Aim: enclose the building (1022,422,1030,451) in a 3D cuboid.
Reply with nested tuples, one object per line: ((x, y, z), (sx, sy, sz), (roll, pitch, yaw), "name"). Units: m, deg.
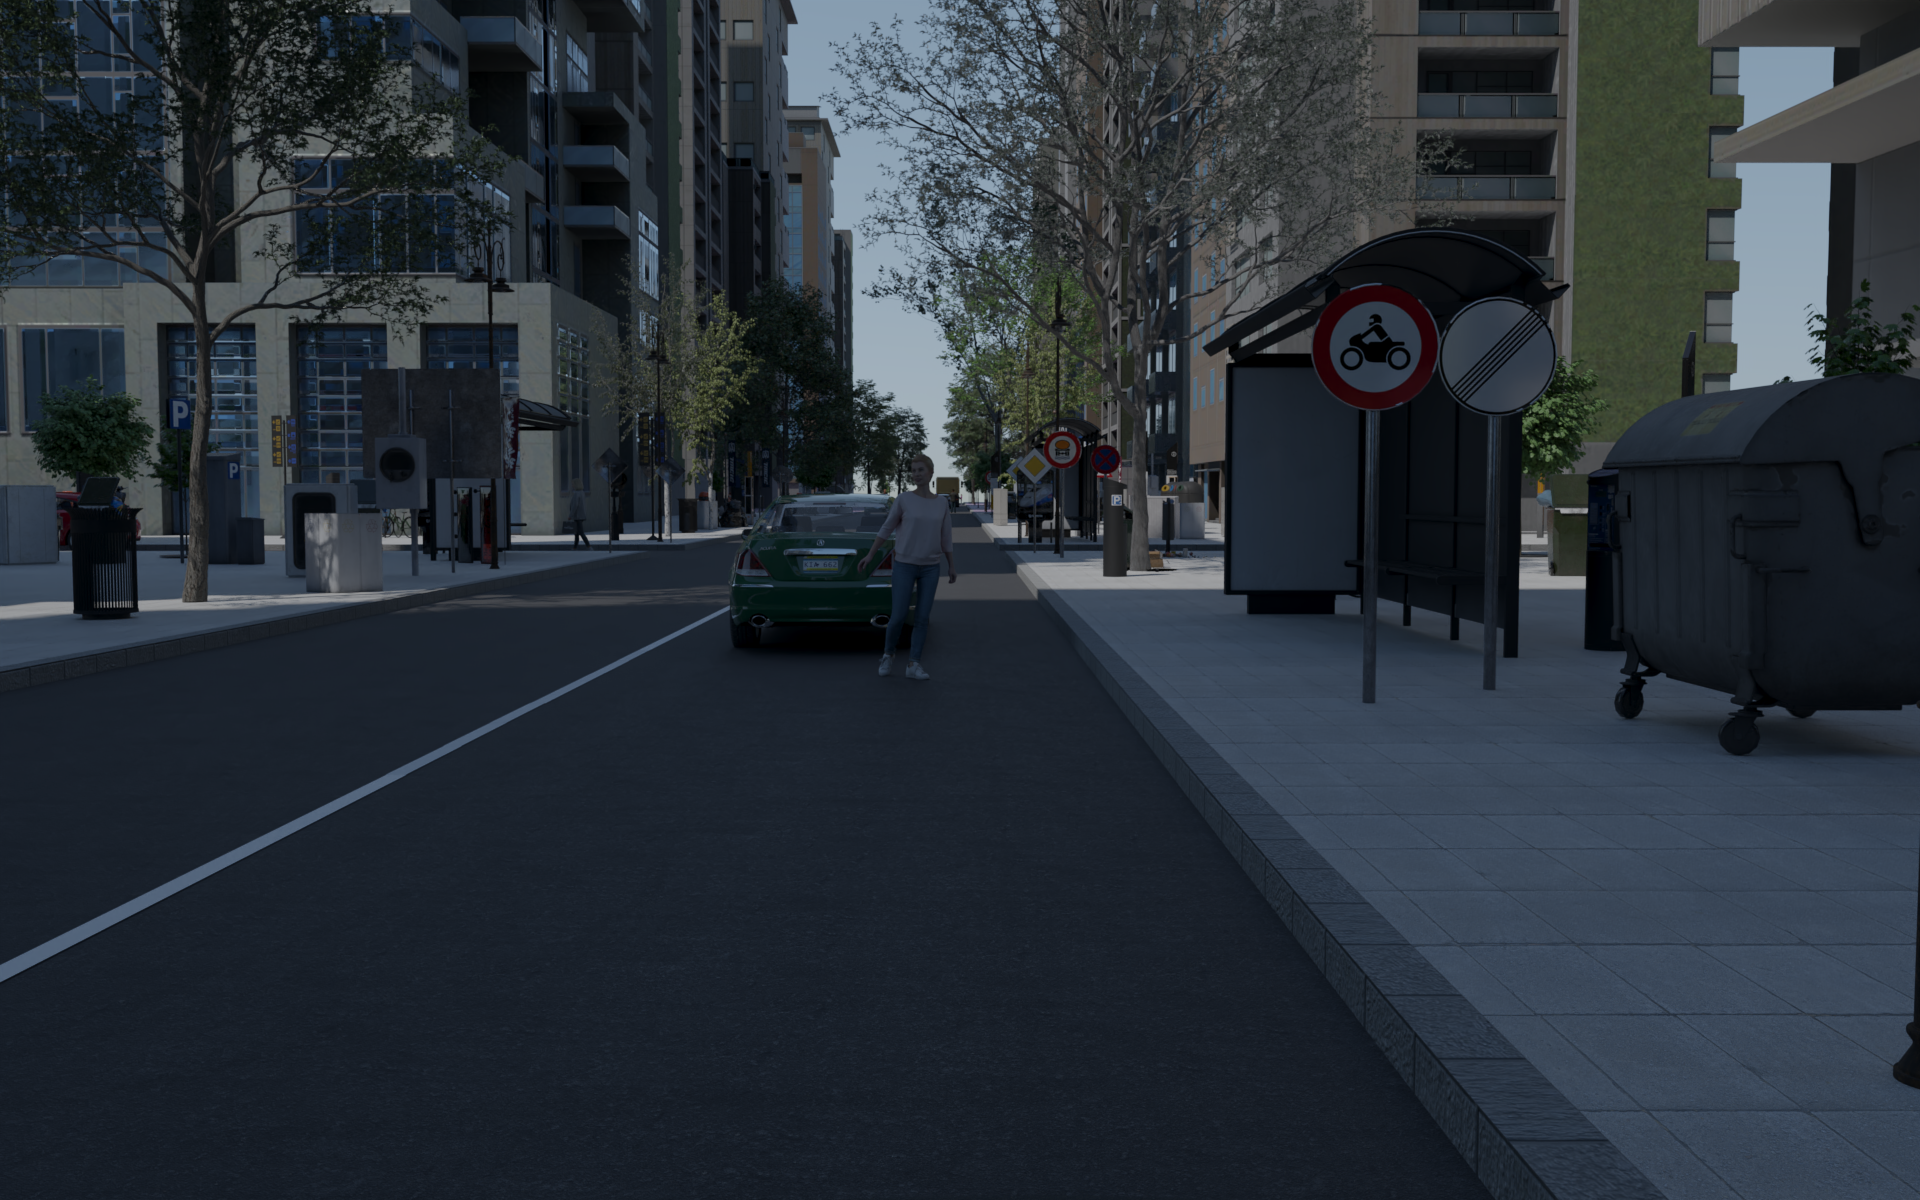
((23.658, -25.751, 266.075), (27.650, 21.520, 28.899), (0, 3, 0), "building")

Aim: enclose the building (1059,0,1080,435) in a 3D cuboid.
((20.391, -38.639, 173.752), (21.231, 58.520, 28.212), (0, 3, 0), "building")

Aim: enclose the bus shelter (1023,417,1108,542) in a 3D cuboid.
((2.876, -3.334, 48.427), (2.014, 3.302, 5.546), (0, 3, 0), "bus shelter")

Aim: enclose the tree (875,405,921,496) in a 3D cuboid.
((-8.548, -20.760, 246.084), (9.857, 13.997, 8.962), (0, 3, 0), "tree")

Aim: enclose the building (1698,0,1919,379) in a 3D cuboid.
((25.591, -26.016, 14.595), (28.713, 52.752, 27.495), (0, 3, 0), "building")

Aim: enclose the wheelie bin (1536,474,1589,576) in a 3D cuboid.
((9.551, -1.181, 27.218), (0.980, 1.594, 0.693), (1, 4, 8), "wheelie bin")

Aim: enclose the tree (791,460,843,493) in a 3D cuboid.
((-8.467, -7.237, 102.045), (4.285, 4.588, 4.351), (0, 3, 0), "tree")

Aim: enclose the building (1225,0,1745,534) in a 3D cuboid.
((17.213, -23.003, 59.699), (14.086, 41.232, 14.154), (0, 3, 0), "building")

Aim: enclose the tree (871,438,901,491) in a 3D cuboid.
((-9.152, -15.874, 209.895), (4.360, 8.622, 3.978), (0, 3, 0), "tree")

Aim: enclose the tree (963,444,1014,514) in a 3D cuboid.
((2.221, -7.856, 112.165), (4.285, 4.588, 4.351), (0, 3, 0), "tree")

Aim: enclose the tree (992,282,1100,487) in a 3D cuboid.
((2.878, -6.764, 60.960), (4.737, 8.622, 4.395), (0, 3, 0), "tree")

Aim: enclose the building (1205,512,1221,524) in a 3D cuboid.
((17.904, -25.962, 74.586), (14.600, 45.320, 14.200), (0, 3, 0), "building")

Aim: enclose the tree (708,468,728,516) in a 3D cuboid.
((-14.021, -6.414, 99.475), (1.663, 3.219, 1.824), (0, 3, 0), "tree")

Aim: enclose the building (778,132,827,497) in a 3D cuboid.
((-24.223, -34.769, 218.587), (14.600, 45.320, 14.200), (0, 3, 0), "building")

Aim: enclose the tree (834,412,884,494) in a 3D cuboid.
((-9.341, -11.812, 143.485), (4.737, 8.622, 4.395), (0, 3, 0), "tree")

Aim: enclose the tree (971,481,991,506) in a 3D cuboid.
((2.668, -12.138, 193.054), (1.663, 3.219, 1.824), (0, 3, 0), "tree")

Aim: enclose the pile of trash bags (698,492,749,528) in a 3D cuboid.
((-9.313, -3.454, 66.233), (1.912, 1.369, 3.447), (0, 4, 8), "pile of trash bags")

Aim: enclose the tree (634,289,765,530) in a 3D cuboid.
((-9.134, -6.803, 61.587), (4.737, 8.622, 4.395), (0, 3, 0), "tree")

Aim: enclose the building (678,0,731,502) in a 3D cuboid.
((-26.517, -42.280, 129.534), (20.563, 71.187, 20.611), (0, 3, 0), "building")

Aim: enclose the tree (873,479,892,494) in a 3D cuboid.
((-8.516, -11.677, 185.527), (1.663, 3.219, 1.824), (0, 3, 0), "tree")

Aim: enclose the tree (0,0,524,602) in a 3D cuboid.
((-8.773, -5.259, 20.396), (7.601, 10.594, 8.767), (-2, 4, -27), "tree")

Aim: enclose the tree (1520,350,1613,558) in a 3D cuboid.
((11.585, -3.168, 35.514), (4.285, 4.588, 4.351), (0, 3, 0), "tree")

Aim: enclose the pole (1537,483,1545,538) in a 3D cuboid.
((16.947, -3.464, 50.486), (0.158, 3.312, 0.155), (0, 3, 0), "pole")

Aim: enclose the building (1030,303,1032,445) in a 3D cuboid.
((16.740, -28.886, 243.991), (14.160, 30.474, 14.107), (0, 3, 0), "building")

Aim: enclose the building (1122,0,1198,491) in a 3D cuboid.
((22.091, -29.672, 104.752), (23.786, 49.044, 30.456), (0, 3, 0), "building")

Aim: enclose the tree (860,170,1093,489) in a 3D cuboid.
((0.958, -15.031, 101.650), (12.611, 20.169, 13.585), (0, 3, 0), "tree")

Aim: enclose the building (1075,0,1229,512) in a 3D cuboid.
((17.588, -30.744, 152.768), (14.600, 45.320, 14.200), (0, 3, 0), "building")

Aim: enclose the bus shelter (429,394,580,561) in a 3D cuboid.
((-9.416, -2.552, 35.651), (2.014, 3.302, 5.546), (0, 4, 0), "bus shelter")

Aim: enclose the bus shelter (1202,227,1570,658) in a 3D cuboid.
((3.606, -1.345, 15.920), (2.014, 3.302, 5.546), (0, 3, 0), "bus shelter")

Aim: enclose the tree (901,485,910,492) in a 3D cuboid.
((-8.753, -17.339, 278.094), (1.663, 3.219, 1.824), (0, 3, 0), "tree")

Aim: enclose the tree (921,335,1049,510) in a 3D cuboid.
((2.669, -14.145, 137.921), (9.857, 13.997, 8.962), (0, 3, 0), "tree")

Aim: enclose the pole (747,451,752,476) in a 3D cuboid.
((-10.015, -5.425, 82.549), (0.158, 3.312, 0.155), (0, 3, 0), "pole")

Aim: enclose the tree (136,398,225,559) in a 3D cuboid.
((-15.678, -2.456, 34.752), (1.663, 3.219, 1.824), (0, 3, 0), "tree")

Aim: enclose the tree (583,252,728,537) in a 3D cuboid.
((-9.061, -6.214, 51.968), (4.360, 8.622, 3.978), (0, 3, 0), "tree")

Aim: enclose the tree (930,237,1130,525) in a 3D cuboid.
((2.940, -8.904, 71.338), (9.928, 11.665, 9.643), (0, 3, 0), "tree")

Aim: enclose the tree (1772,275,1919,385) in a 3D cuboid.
((8.092, -1.271, 15.379), (1.663, 3.219, 1.824), (0, 3, 0), "tree")

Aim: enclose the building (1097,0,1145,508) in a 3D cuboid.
((19.949, -42.553, 133.987), (20.563, 71.187, 20.611), (0, 3, 0), "building")

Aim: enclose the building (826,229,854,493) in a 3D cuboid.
((-23.442, -35.271, 260.273), (14.154, 41.232, 14.086), (0, 3, 0), "building")

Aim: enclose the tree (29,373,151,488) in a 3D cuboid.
((-23.605, -3.877, 47.097), (4.285, 4.588, 4.351), (0, 3, 0), "tree")

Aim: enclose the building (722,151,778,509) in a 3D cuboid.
((-23.427, -23.044, 148.466), (14.160, 30.474, 14.107), (0, 3, 0), "building")

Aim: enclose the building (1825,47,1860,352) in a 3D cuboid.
((43.055, -26.670, 59.759), (21.600, 48.544, 21.300), (0, 3, 0), "building")

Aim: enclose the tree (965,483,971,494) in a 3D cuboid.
((1.522, -15.554, 248.901), (1.663, 3.219, 1.824), (0, 3, 0), "tree")

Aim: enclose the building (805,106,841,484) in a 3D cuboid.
((-31.474, -39.750, 239.154), (28.713, 52.752, 27.495), (0, 3, 0), "building")

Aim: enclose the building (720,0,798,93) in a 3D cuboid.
((-31.046, -35.431, 168.533), (28.713, 52.752, 27.495), (0, 3, 0), "building")

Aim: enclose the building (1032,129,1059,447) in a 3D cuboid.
((20.475, -36.762, 224.759), (21.300, 48.544, 21.600), (0, 3, 0), "building")

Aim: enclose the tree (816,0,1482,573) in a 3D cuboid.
((2.887, -7.221, 28.427), (12.009, 13.543, 11.850), (0, 3, 0), "tree")

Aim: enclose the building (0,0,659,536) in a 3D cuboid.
((-23.666, -46.076, 66.013), (22.319, 86.520, 31.000), (0, 3, 0), "building")

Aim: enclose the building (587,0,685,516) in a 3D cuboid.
((-23.802, -25.339, 97.881), (14.154, 41.232, 14.086), (0, 3, 0), "building")

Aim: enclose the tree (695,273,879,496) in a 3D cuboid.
((-8.992, -10.570, 89.825), (9.611, 12.733, 9.660), (0, 3, 0), "tree")

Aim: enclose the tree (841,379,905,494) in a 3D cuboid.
((-9.174, -15.460, 170.896), (7.486, 12.596, 7.792), (0, 3, 0), "tree")

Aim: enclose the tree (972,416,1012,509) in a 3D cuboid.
((2.935, -13.609, 172.864), (4.360, 8.622, 3.978), (0, 3, 0), "tree")
